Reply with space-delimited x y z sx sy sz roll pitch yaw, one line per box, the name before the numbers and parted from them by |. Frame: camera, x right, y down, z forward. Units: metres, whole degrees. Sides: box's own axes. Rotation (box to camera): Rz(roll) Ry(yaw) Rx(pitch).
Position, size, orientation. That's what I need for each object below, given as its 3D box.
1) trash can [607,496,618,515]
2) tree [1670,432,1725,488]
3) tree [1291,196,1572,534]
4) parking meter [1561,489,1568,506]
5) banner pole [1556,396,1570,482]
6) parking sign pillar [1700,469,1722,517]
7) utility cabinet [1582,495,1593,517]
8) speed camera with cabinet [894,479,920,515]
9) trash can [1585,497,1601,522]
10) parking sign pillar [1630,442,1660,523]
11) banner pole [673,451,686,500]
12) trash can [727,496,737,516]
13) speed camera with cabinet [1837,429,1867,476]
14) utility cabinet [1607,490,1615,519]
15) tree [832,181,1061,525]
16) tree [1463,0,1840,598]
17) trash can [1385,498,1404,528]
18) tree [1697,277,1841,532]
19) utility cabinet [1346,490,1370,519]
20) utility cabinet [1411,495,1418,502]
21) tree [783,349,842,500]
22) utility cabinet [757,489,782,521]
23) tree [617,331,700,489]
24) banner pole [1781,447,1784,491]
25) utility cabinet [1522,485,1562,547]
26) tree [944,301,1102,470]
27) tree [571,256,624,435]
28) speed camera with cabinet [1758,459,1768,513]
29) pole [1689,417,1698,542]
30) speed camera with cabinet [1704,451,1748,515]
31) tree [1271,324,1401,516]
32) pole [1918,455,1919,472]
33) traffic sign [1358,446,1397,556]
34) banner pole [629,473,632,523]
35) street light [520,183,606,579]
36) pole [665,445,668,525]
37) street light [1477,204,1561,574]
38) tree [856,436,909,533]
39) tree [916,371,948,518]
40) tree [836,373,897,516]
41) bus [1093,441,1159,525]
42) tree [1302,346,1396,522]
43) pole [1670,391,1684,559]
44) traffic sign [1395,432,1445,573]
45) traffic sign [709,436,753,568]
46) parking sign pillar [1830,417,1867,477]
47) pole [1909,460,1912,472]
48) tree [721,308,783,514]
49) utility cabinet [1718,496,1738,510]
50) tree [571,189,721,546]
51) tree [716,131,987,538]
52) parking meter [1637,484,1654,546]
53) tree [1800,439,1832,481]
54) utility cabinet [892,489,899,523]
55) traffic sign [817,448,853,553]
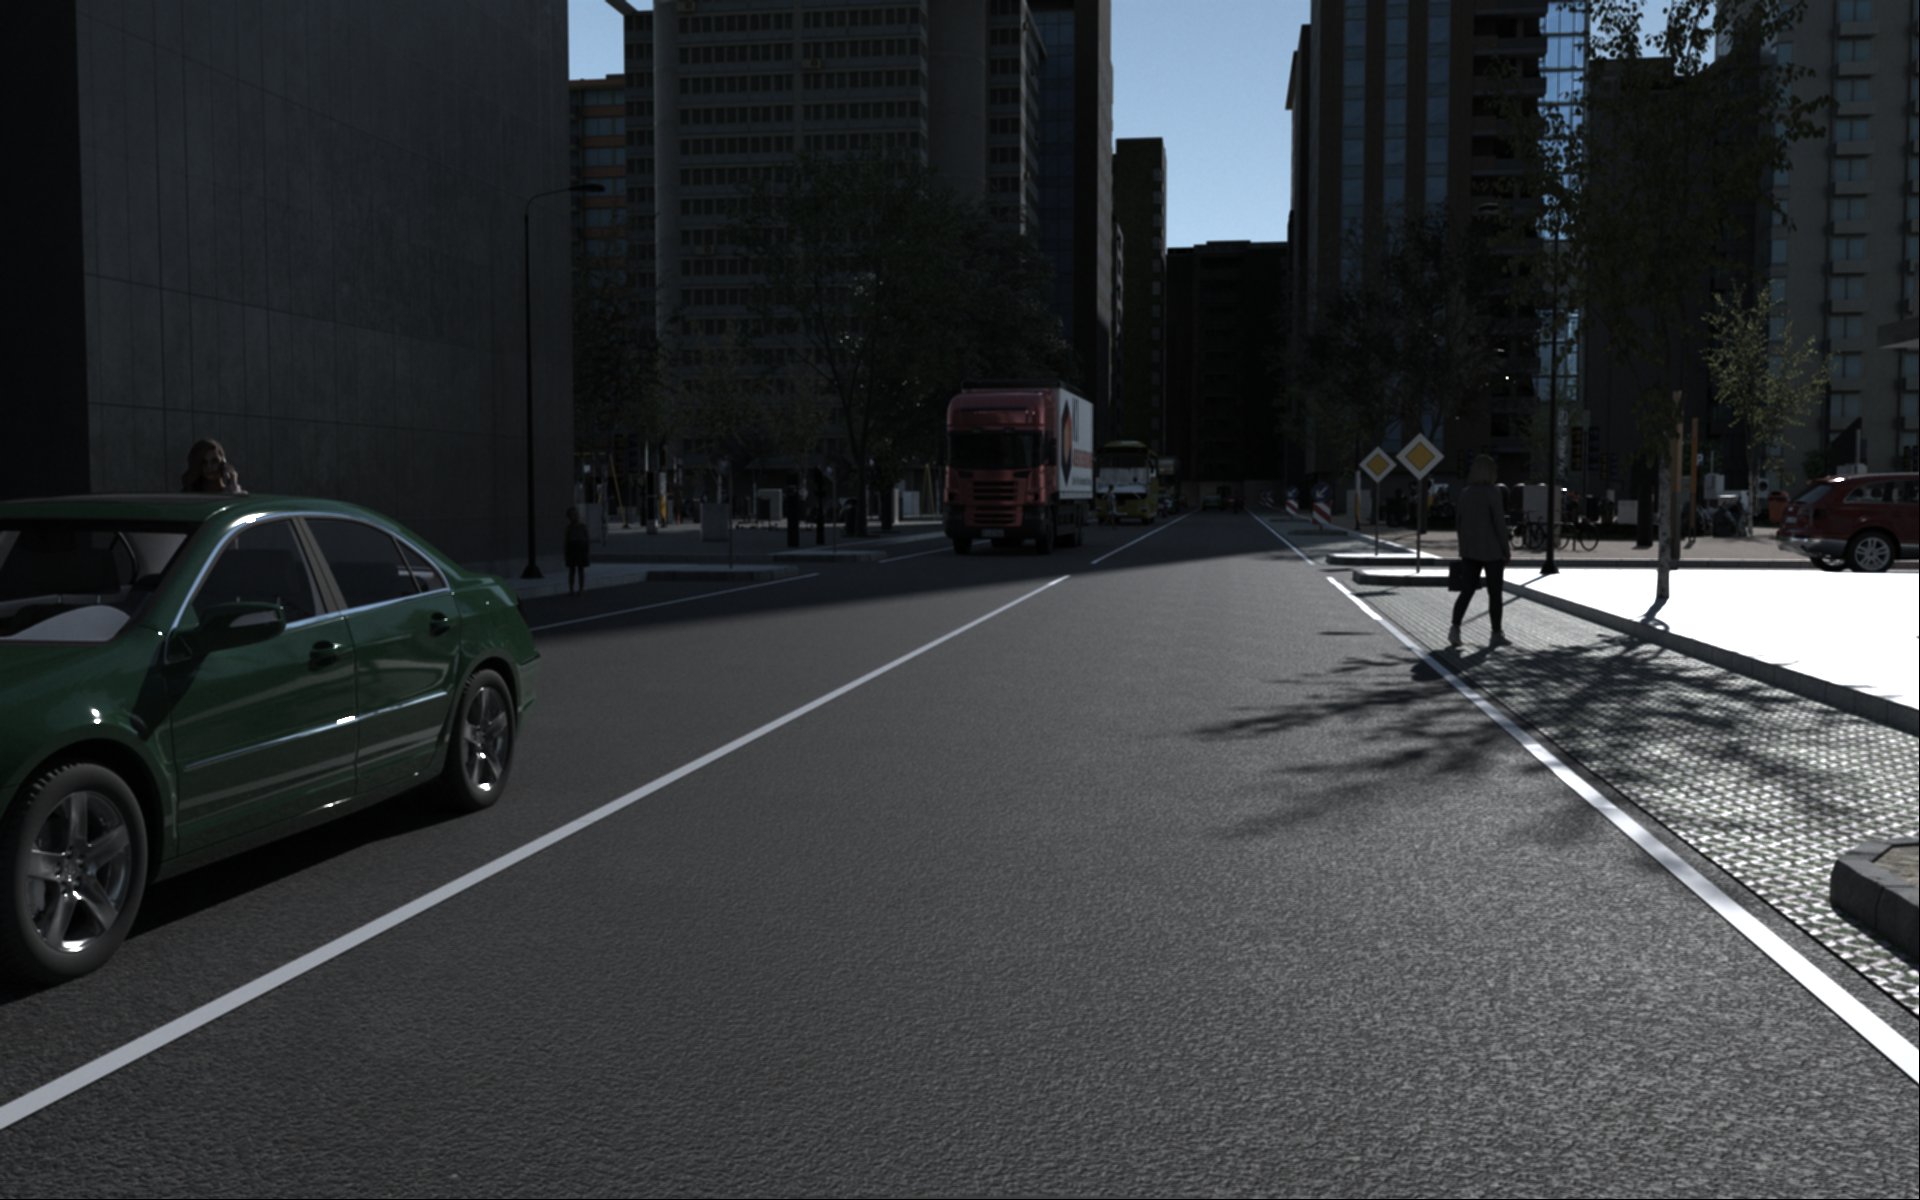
trash can | -21.517 -5.835 107.049 0.748 1.137 0.748 0 3 0
tree | 37.534 -6.436 88.946 4.285 4.588 4.351 0 3 0
tree | 14.816 -7.387 55.185 8.767 10.594 7.601 1 4 10
parking meter | 27.566 -4.321 79.063 0.372 1.533 0.369 0 3 0
banner pole | 14.989 -3.266 43.410 0.401 3.779 0.863 -1 4 -16
parking sign pillar | 41.340 -6.541 95.415 1.447 3.967 1.447 -2 4 -26
utility cabinet | 35.803 -5.365 98.878 0.306 1.237 1.020 2 4 35
speed camera with cabinet | -3.306 -6.798 105.480 0.660 3.252 2.038 -3 5 -41
trash can | 29.345 -4.202 80.363 0.748 1.137 0.748 0 3 0
parking sign pillar | 30.514 -5.412 76.952 1.447 3.967 1.447 -3 4 -38
banner pole | -16.218 -6.795 101.120 0.401 3.779 0.863 3 5 39
trash can | -13.607 -5.562 102.599 0.748 1.137 0.748 0 3 0
speed camera with cabinet | 27.918 -3.607 53.305 2.038 3.252 0.660 -2 4 -24
utility cabinet | 33.047 -4.849 87.963 0.318 1.500 1.173 1 4 16
tree | -0.509 -10.067 71.252 9.857 13.997 8.962 0 3 0
tree | 8.445 -4.330 21.163 4.737 8.622 4.395 0 3 0
trash can | 16.712 -3.362 66.614 0.748 1.137 0.748 0 3 0
tree | 27.132 -6.630 58.766 4.360 8.622 3.978 0 3 0
utility cabinet | 20.589 -4.944 89.518 1.173 1.500 0.318 1 4 9
utility cabinet | 26.549 -5.512 101.287 0.306 1.237 1.020 0 4 8
tree | -8.091 -8.371 87.226 4.360 8.622 3.978 0 3 0
utility cabinet | -9.015 -4.484 81.999 1.173 1.500 0.318 1 4 20
tree | -13.960 -7.846 78.651 4.737 8.622 4.395 0 3 0
banner pole | 44.051 -6.292 92.883 0.401 3.779 0.863 1 4 23
utility cabinet | 14.125 -2.039 42.020 0.318 1.500 1.173 -1 4 -15
tree | 3.787 -11.210 100.295 9.611 12.733 9.660 0 3 0
tree | -14.483 -7.483 56.756 7.601 10.594 8.767 0 4 6
speed camera with cabinet | 44.979 -6.384 98.713 2.038 3.252 0.660 -1 4 -10
pole | 19.555 -3.201 46.171 0.158 3.312 0.155 0 3 0
speed camera with cabinet | 34.700 -5.142 78.403 0.660 3.252 2.038 -2 4 -25
tree | 22.374 -10.830 102.832 9.928 11.665 9.643 0 3 0
pole | 49.789 -5.878 89.942 0.158 3.312 0.155 0 3 0
traffic sign | 8.671 -1.979 36.003 0.795 2.450 0.064 1 4 9
banner pole | -14.415 -5.248 75.819 0.401 3.779 0.863 0 4 -4
street light | -5.983 -3.276 26.110 1.470 5.913 1.316 1 4 9
pole | -12.267 -4.775 71.906 0.158 3.312 0.155 0 3 0
street light | 8.971 -3.381 27.827 1.470 5.913 1.316 1 4 9
tree | -2.628 -3.828 57.188 1.663 3.219 1.824 0 3 0
tree | -1.077 -8.702 92.641 4.360 8.622 3.978 0 3 0
tree | -5.306 -9.137 99.754 4.737 8.622 4.395 0 3 0
bus | 8.087 -5.616 83.361 2.896 3.916 12.252 1 4 8
tree | 18.172 -7.912 79.729 4.737 8.622 4.395 0 3 0
pole | 14.160 -2.471 34.243 0.158 3.312 0.155 0 3 0
traffic sign | 7.449 -1.497 28.111 0.795 2.450 0.064 1 4 9
traffic sign | -3.957 -1.605 29.891 0.795 2.450 0.064 1 4 9
parking sign pillar | 31.412 -4.452 61.269 1.447 3.967 1.447 -1 4 -15
pole | 56.831 -6.719 103.693 0.158 3.312 0.155 0 3 0
tree | -9.650 -7.285 69.466 4.360 8.622 3.978 0 3 0
utility cabinet | 28.282 -3.221 63.825 0.306 1.237 1.020 0 4 -1
tree | -8.733 -5.651 42.759 4.360 8.622 3.978 0 3 0
tree | -3.033 -7.664 51.059 9.928 11.665 9.643 0 3 0
parking meter | 16.926 -2.101 42.769 0.372 1.533 0.369 0 3 0
tree | 51.813 -7.304 103.128 4.285 4.588 4.351 0 3 0
utility cabinet | -2.968 -4.171 76.876 0.318 1.500 1.173 0 4 7
traffic sign | -2.735 -2.088 37.783 0.795 2.450 0.064 1 4 9
